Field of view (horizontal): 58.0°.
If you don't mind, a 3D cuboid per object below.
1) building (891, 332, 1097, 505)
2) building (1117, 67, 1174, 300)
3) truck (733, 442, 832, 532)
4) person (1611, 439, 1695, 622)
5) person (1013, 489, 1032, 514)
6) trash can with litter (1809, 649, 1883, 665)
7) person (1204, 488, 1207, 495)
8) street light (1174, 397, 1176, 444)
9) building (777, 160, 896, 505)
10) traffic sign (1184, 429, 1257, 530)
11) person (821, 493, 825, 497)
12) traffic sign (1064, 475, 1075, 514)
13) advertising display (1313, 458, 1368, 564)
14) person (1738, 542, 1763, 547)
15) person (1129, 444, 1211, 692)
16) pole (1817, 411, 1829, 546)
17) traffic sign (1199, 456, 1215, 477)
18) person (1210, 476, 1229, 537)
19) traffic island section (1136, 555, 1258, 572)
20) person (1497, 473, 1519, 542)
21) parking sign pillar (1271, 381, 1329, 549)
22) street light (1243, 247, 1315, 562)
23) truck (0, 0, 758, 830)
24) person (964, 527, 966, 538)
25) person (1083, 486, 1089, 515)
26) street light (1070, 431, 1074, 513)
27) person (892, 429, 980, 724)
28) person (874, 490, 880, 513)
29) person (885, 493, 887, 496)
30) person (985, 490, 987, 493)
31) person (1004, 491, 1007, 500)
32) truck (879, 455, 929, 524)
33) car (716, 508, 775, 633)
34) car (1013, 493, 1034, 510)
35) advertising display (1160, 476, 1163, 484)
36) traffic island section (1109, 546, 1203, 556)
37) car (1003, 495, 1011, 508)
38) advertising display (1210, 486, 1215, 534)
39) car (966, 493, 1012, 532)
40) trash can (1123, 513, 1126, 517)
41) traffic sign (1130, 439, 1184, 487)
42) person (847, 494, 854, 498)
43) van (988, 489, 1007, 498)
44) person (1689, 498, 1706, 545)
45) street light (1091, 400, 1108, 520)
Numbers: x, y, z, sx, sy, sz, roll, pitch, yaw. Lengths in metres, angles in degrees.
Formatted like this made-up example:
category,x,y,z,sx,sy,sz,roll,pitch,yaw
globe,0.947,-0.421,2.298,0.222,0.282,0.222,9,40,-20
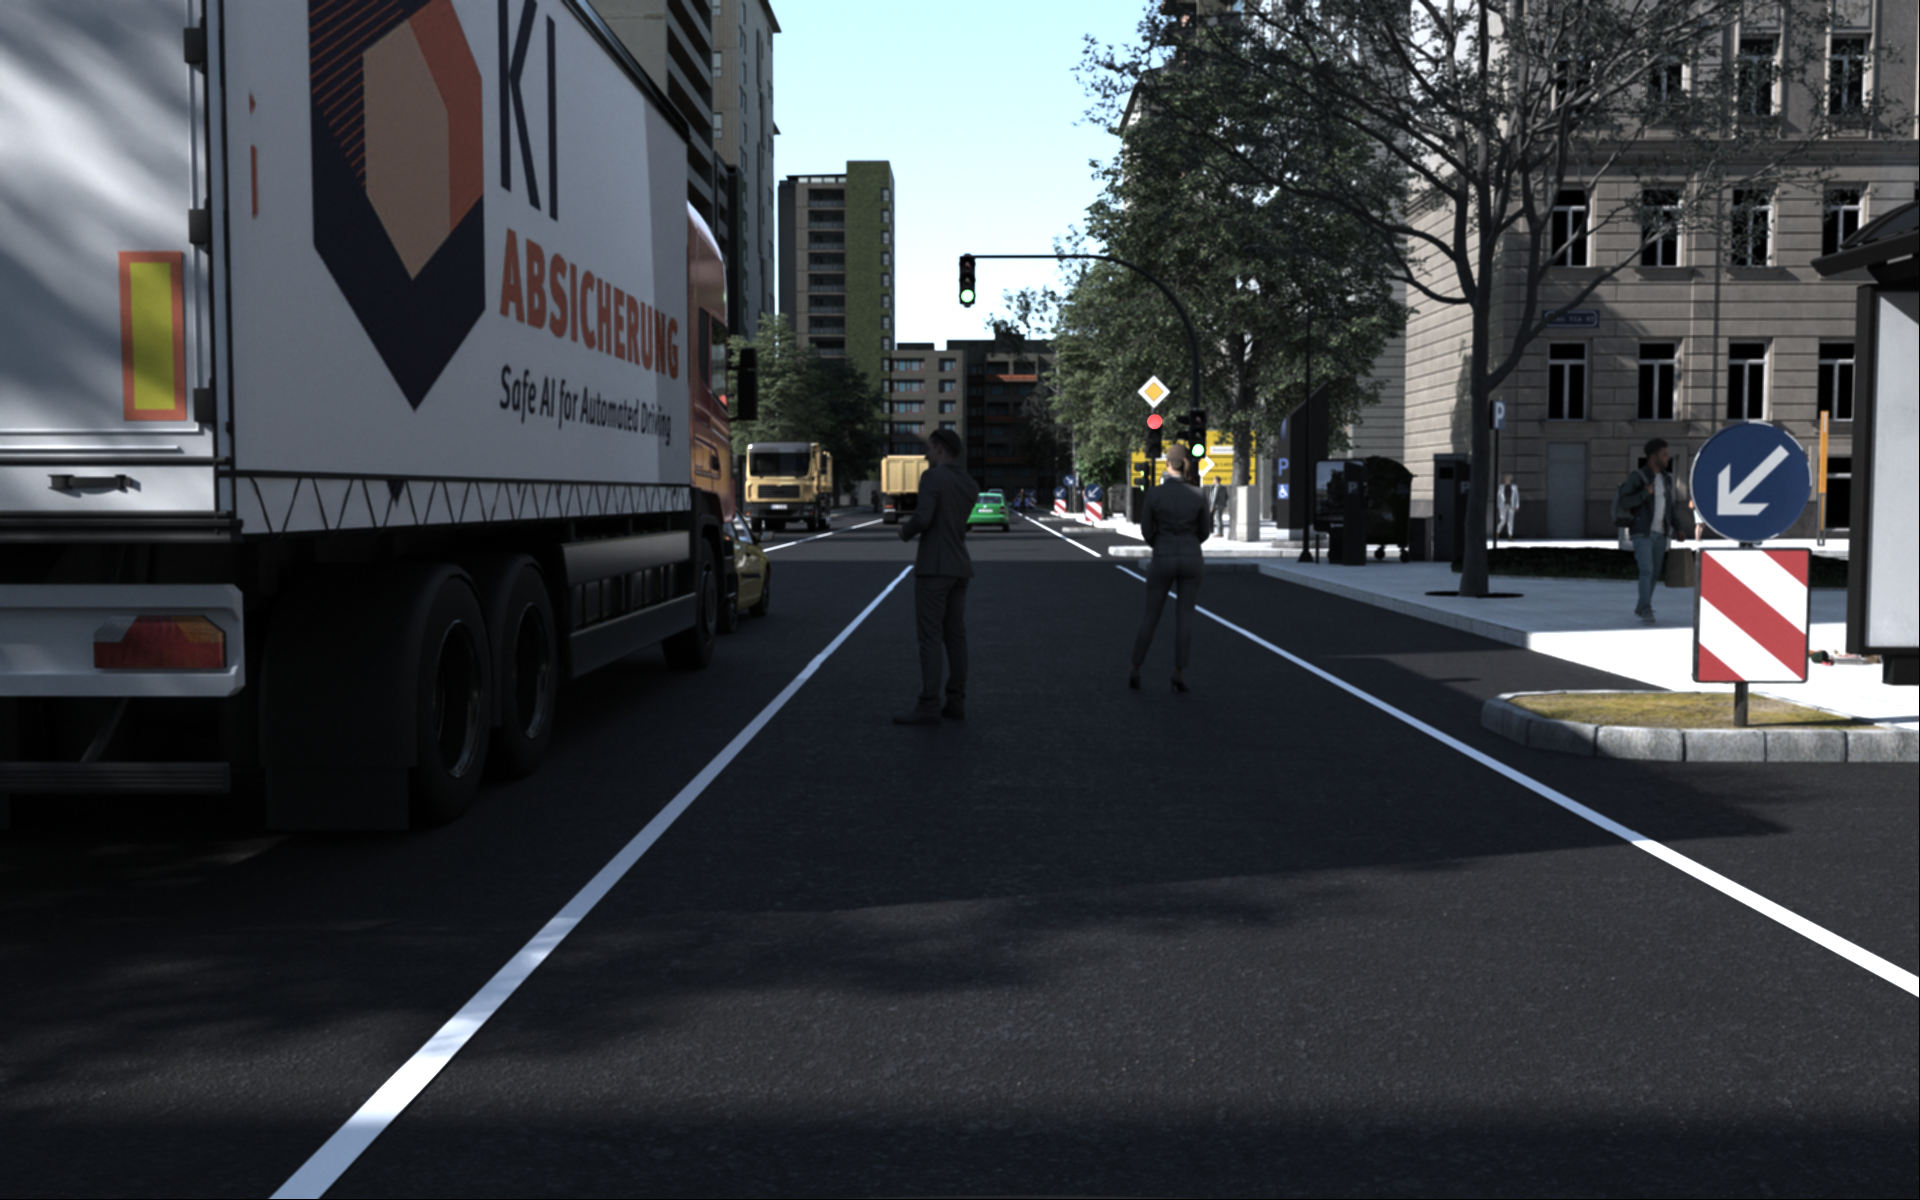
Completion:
category,x,y,z,sx,sy,sz,roll,pitch,yaw
building,6.392,-23.026,221.519,28.899,21.520,27.650,0,4,1
building,34.591,-38.616,220.604,27.495,52.752,28.713,0,4,1
truck,-6.595,-4.360,67.213,3.469,3.379,9.791,0,4,0
person,6.881,-0.679,17.127,0.794,1.824,0.713,0,4,-5
person,4.507,-7.107,124.831,1.348,1.807,0.705,0,4,-5
trash can with litter,6.844,-0.146,13.445,2.233,1.210,1.678,0,4,-8
person,12.280,-4.859,87.306,0.589,1.601,0.330,-1,4,-21
street light,6.159,-4.979,53.942,1.470,5.913,1.316,0,4,1
building,-15.178,-32.494,214.864,14.086,41.232,14.154,0,4,1
traffic sign,8.135,-3.686,54.134,2.265,3.308,0.079,1,4,10
person,-15.102,-11.078,190.348,0.628,1.438,0.799,-2,4,-35
traffic sign,7.188,-6.946,113.676,0.768,2.556,0.104,0,4,7
advertising display,6.936,-1.615,31.614,0.974,1.923,0.123,2,4,32
person,18.875,-1.817,41.254,0.738,1.151,1.012,1,4,20
person,1.528,-0.236,12.641,0.520,1.790,0.573,-1,4,-12
pole,21.204,-2.980,42.564,0.158,3.312,0.155,0,3,0
traffic sign,7.472,-3.283,53.410,0.795,2.593,0.064,1,4,9
person,7.714,-2.780,51.588,0.391,1.810,0.635,2,4,35
traffic island section,4.493,-0.662,33.112,2.009,0.180,2.903,0,4,1
person,14.693,-2.486,46.570,0.514,1.842,0.818,0,4,-7
parking sign pillar,8.112,-3.212,40.995,1.447,3.967,1.447,-2,4,-35
street light,5.978,-3.666,32.483,1.470,5.913,1.316,0,4,1
truck,-3.283,-1.339,10.800,2.839,4.237,11.283,0,4,1
person,0.061,-2.897,56.052,0.419,1.800,0.721,-1,4,-18
person,7.552,-5.918,102.816,0.555,1.821,0.388,2,4,32
street light,6.984,-8.775,116.006,1.470,5.913,1.316,0,4,1
person,-0.184,-0.165,10.998,0.447,1.846,0.655,2,4,33
person,-6.341,-7.532,132.196,0.434,1.755,0.990,-2,4,-24
person,-5.511,-7.363,128.887,0.705,1.824,1.348,0,4,3
person,2.625,-10.343,177.475,0.709,1.838,0.599,3,5,43
person,4.110,-9.204,159.538,0.434,1.755,0.990,2,4,26
truck,-2.412,-5.475,85.447,3.469,3.379,9.791,0,4,0
car,-3.136,-0.552,19.257,2.015,1.641,3.980,0,4,1
car,5.765,-9.007,156.858,1.945,1.707,3.694,0,4,-1
advertising display,7.556,-3.504,62.500,0.123,1.923,0.974,-2,4,-31
traffic island section,4.593,-1.151,41.096,2.009,0.180,2.903,0,4,1
car,1.876,-5.232,97.538,2.014,1.417,4.499,0,4,1
advertising display,8.243,-3.144,56.623,0.123,1.923,0.974,0,4,3
car,1.023,-3.536,66.610,1.959,1.807,4.718,0,4,2
trash can,9.491,-5.247,97.441,0.748,1.137,0.748,0,3,0
traffic sign,7.428,-4.296,64.106,2.265,3.308,0.079,1,4,8
person,-11.559,-10.958,186.027,1.217,1.723,0.721,1,4,16
van,3.048,-8.644,148.343,2.013,2.044,4.112,0,4,1
person,18.532,-2.222,43.380,0.522,1.701,0.512,0,4,-1
street light,6.586,-6.874,84.934,1.470,5.913,1.316,0,4,1
